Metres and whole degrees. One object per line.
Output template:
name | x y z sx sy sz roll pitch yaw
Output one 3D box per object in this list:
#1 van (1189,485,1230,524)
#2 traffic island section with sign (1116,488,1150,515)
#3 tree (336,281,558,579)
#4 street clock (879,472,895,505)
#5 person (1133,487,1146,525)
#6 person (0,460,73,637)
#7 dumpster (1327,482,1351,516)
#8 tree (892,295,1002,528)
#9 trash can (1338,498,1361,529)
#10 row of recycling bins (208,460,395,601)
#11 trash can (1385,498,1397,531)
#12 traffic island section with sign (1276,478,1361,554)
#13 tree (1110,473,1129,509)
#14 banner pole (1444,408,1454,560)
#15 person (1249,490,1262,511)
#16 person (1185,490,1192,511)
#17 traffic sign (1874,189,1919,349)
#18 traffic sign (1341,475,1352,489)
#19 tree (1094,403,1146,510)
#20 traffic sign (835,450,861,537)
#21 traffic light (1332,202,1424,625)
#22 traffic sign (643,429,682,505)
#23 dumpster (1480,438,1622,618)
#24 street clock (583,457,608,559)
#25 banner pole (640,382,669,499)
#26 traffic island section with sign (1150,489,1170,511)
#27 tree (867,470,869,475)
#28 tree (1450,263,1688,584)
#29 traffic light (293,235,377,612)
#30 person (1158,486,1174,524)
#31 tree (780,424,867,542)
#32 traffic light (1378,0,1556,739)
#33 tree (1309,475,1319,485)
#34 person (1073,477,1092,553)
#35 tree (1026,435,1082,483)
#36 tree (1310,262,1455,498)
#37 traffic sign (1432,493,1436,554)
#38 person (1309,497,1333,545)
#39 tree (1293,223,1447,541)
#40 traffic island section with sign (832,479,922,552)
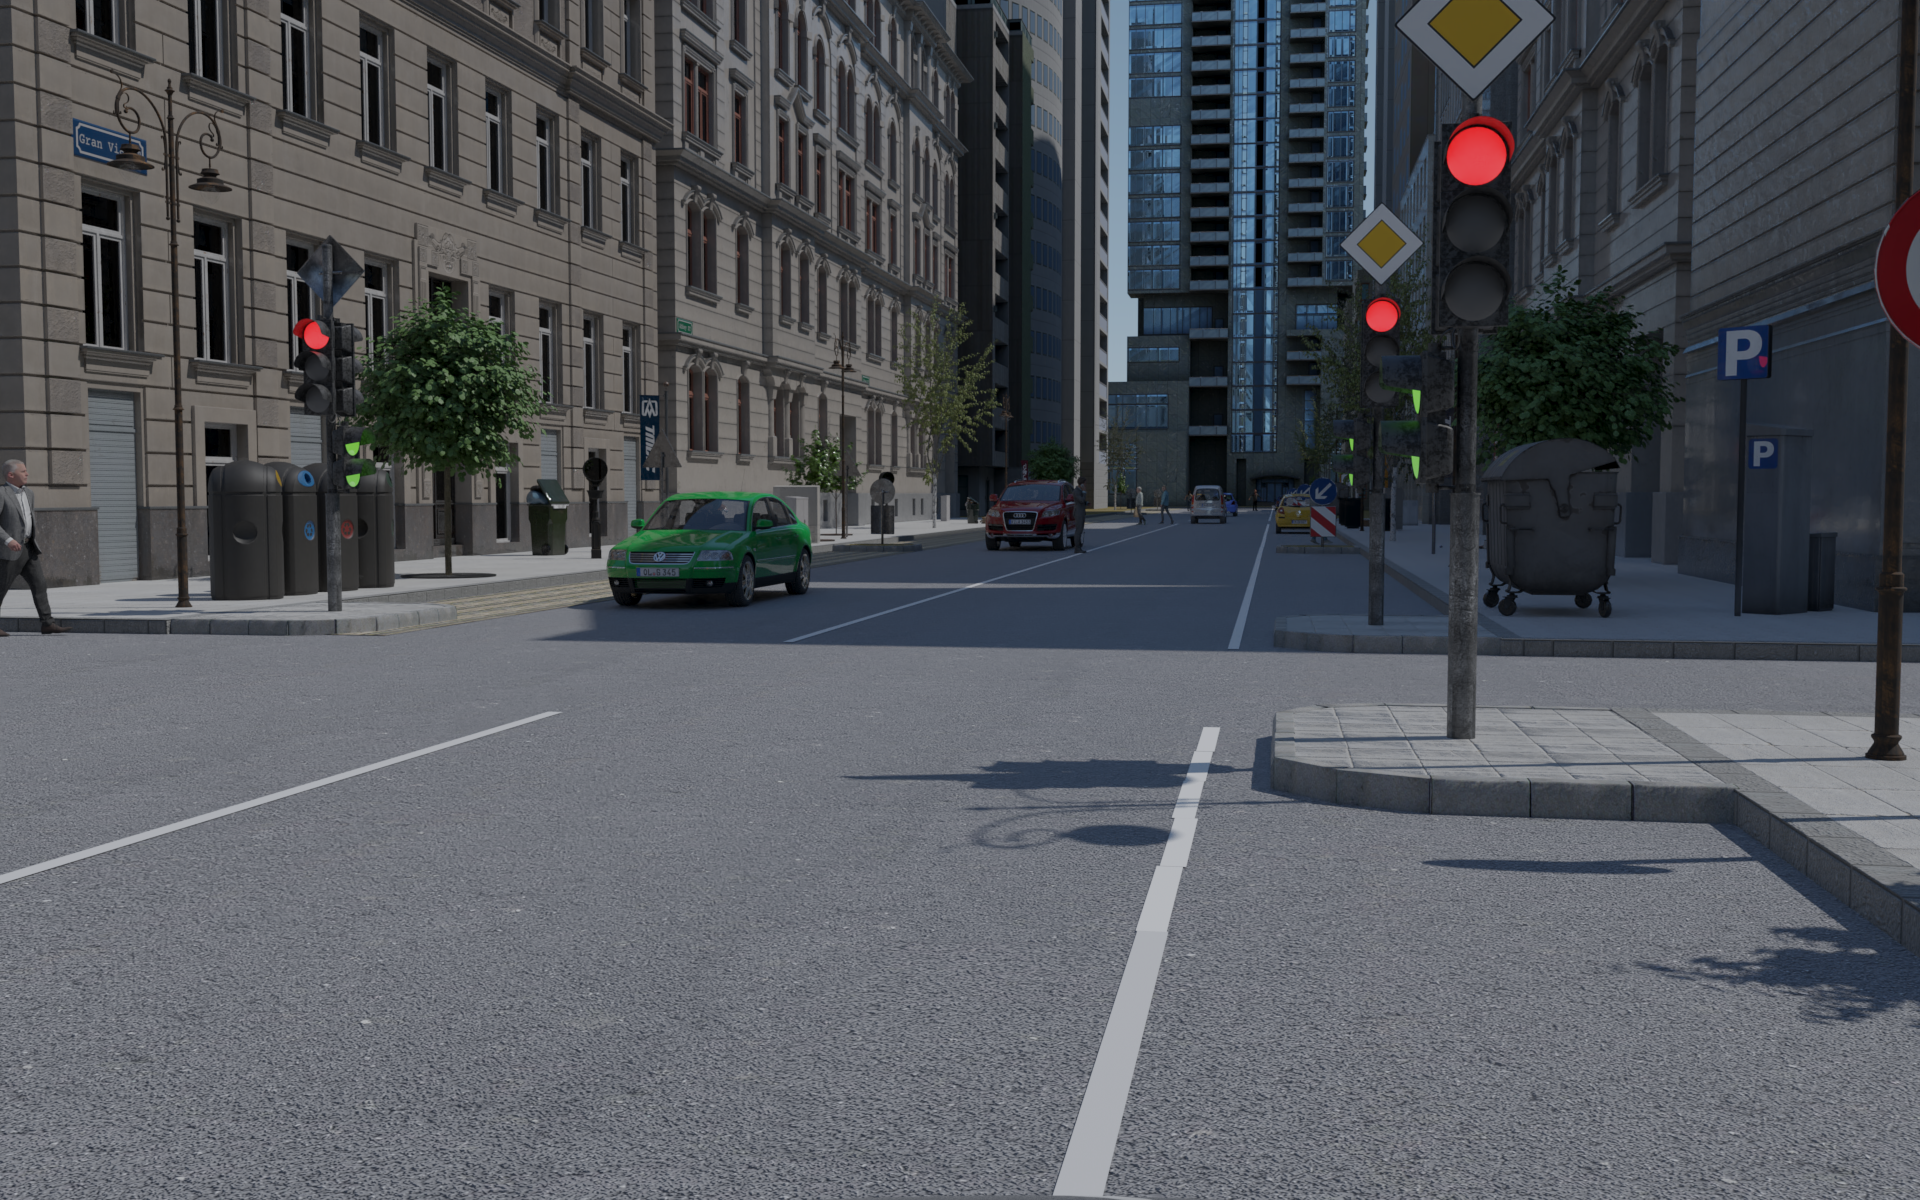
van | 12.206 -4.763 84.884 2.013 2.044 4.112 1 4 10
traffic island section with sign | 11.842 -6.770 119.320 1.989 1.847 2.006 1 4 10
tree | -7.855 -2.631 26.735 4.285 4.588 4.351 0 3 0
street clock | -2.359 -3.130 55.753 0.471 2.002 0.358 -2 4 -29
person | 8.384 -4.383 80.648 0.515 1.767 0.782 0 4 -6
person | -9.425 -0.521 17.422 0.834 1.777 0.661 0 4 2
dumpster | 18.480 -4.832 84.757 1.264 1.857 1.865 1 4 10
tree | -0.759 -7.020 65.133 4.737 8.622 4.395 0 3 0
trash can | 14.635 -3.230 64.462 0.748 1.137 0.748 0 3 0
row of recycling bins | -8.518 -0.940 22.476 1.069 1.692 3.534 1 4 11
trash can | 14.727 -2.956 59.976 0.748 1.137 0.748 0 3 0
traffic island section with sign | 8.761 -2.067 42.418 1.989 1.847 2.006 1 4 10
tree | 13.549 -9.195 144.938 1.663 3.219 1.824 0 3 0
banner pole | 9.615 -2.679 33.818 0.401 3.779 0.863 -2 4 -34
person | 25.354 -8.569 148.745 1.348 1.807 0.705 -1 4 -20
person | 19.308 -8.327 145.373 0.721 1.735 1.217 -3 5 -42
traffic sign | 3.990 -0.411 6.820 0.768 2.556 0.104 1 4 18
traffic sign | 20.027 -5.353 89.653 0.606 2.300 0.079 1 4 11
tree | 12.664 -11.574 139.596 4.360 8.622 3.978 0 3 0
traffic sign | -3.359 -3.139 51.330 0.884 2.594 0.081 1 4 14
traffic light | 4.059 -1.709 16.868 0.839 4.253 0.868 1 4 10
traffic sign | -5.983 -2.125 34.754 0.884 2.594 0.081 1 4 20
dumpster | 6.374 -0.793 18.724 1.264 1.857 1.865 1 4 10
street clock | -7.223 -1.821 34.338 0.471 2.002 0.358 -1 4 -18
banner pole | -6.745 -2.970 38.577 0.863 3.779 0.401 -2 4 -32
traffic island section with sign | 16.689 -8.392 145.838 1.989 1.847 2.006 1 4 10
tree | -3.848 -3.600 53.469 1.663 3.219 1.824 0 3 0
tree | 8.562 -2.517 24.860 4.285 4.588 4.351 0 3 0
traffic light | -6.825 -1.830 18.836 0.839 4.253 0.868 1 4 10
person | 9.864 -4.566 83.009 0.748 1.841 0.638 3 4 36
tree | -3.830 -3.210 47.088 1.663 3.219 1.824 0 3 0
traffic light | 2.622 -1.229 9.013 0.839 4.253 0.868 1 4 10
tree | 32.247 -10.015 158.354 1.663 3.219 1.824 0 3 0
person | 2.964 -2.060 41.983 0.447 1.846 0.655 1 4 9
tree | 5.003 -6.833 95.439 4.285 4.588 4.351 0 3 0
tree | 13.281 -6.387 54.788 4.360 8.622 3.978 0 3 0
traffic sign | 10.110 -2.250 36.901 0.768 2.556 0.104 1 4 11
person | 10.209 -2.464 48.772 0.713 1.824 0.794 2 4 26
tree | 11.707 -5.927 47.270 4.737 8.622 4.395 0 3 0
traffic island section with sign | -2.015 -2.138 43.586 1.989 1.847 2.006 1 4 10
